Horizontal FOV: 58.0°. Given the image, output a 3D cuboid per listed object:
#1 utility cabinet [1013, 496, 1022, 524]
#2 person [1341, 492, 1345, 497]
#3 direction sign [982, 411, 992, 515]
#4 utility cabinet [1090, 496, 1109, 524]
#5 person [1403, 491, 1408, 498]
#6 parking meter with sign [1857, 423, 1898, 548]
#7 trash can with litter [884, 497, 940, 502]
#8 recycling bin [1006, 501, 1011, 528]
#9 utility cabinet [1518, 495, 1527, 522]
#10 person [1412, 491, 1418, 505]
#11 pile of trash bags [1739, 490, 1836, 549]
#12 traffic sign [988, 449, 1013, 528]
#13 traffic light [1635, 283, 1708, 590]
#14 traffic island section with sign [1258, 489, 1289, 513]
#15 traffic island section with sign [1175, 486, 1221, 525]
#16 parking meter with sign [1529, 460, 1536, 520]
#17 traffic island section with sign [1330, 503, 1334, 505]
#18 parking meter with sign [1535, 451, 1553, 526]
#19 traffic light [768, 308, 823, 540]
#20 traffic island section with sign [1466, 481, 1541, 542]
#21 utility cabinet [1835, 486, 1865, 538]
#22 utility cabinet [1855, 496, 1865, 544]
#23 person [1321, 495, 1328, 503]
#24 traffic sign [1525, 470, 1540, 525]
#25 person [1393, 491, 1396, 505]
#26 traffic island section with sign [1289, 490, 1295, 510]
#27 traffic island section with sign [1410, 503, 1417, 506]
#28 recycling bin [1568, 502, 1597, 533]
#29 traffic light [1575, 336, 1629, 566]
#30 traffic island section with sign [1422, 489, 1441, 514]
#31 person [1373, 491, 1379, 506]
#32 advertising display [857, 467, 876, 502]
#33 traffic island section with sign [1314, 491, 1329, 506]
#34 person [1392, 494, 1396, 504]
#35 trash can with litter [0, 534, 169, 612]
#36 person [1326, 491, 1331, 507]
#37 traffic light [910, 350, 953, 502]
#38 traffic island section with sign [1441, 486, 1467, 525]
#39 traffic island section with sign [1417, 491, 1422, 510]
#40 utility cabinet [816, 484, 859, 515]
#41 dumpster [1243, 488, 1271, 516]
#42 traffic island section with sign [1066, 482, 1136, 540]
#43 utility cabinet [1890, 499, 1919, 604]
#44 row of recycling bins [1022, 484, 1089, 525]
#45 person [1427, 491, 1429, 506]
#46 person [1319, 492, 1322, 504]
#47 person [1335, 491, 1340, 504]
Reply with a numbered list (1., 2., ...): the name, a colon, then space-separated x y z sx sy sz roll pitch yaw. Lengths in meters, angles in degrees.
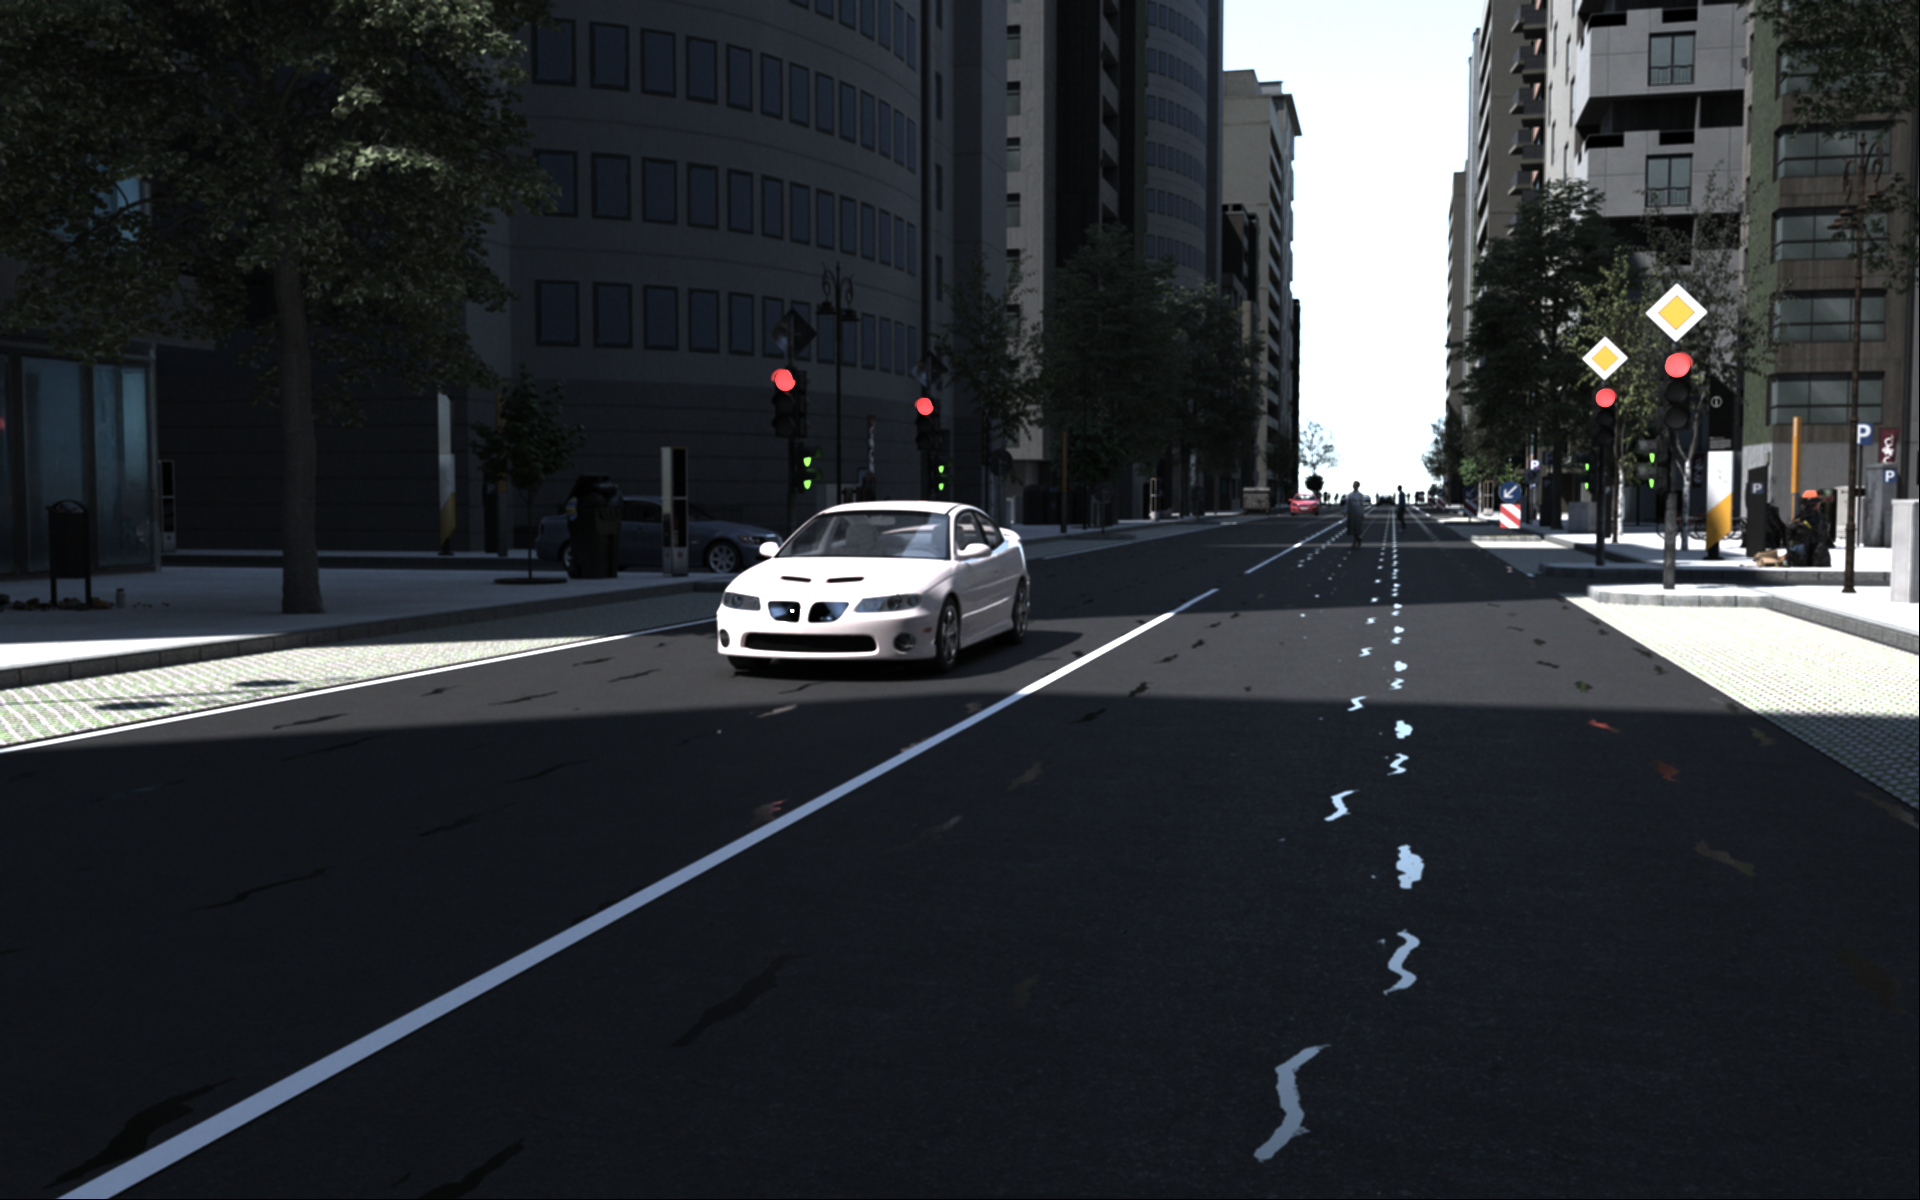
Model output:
1. utility cabinet: 2.837 -3.928 75.383 1.020 1.237 0.306 -1 4 -20
2. person: 55.101 -14.619 248.309 1.217 1.735 0.721 -1 4 -12
3. direction sign: 0.736 -3.410 47.752 0.379 3.537 0.876 1 4 17
4. utility cabinet: 6.008 -3.935 75.500 1.020 1.237 0.306 -2 4 -32
5. person: 60.296 -13.879 235.437 1.348 1.822 0.705 3 5 43
6. parking meter with sign: 22.143 -2.777 41.665 0.543 3.016 1.738 0 4 -4
7. trash can with litter: -0.941 -2.208 47.160 1.678 1.210 2.233 2 4 24
8. recycling bin: 1.447 -3.214 65.099 0.722 1.027 0.722 -2 4 -32
9. utility cabinet: 25.548 -4.126 78.623 0.306 1.237 1.020 1 4 10
10. person: 55.061 -12.278 209.205 0.705 1.831 1.348 3 5 42
11. pile of trash bags: 20.186 -1.963 41.850 1.912 1.369 3.447 3 5 39
12. traffic sign: 1.120 -2.970 48.668 0.768 2.556 0.104 1 4 23
13. traffic light: 9.518 -2.096 23.184 0.839 4.253 0.868 1 4 14
14. traffic island section with sign: 23.534 -7.467 130.714 1.989 1.847 2.006 1 4 14
15. traffic island section with sign: 11.260 -4.466 81.640 1.989 1.847 2.006 1 4 14
16. parking meter with sign: 28.904 -5.575 87.412 0.543 3.016 1.738 2 4 23
17. traffic island section with sign: 50.182 -13.992 237.392 1.989 1.847 2.006 1 4 14
18. parking meter with sign: 23.606 -4.486 69.612 0.543 3.016 1.738 2 4 23
19. traffic light: -2.528 -2.278 26.166 0.839 4.253 0.868 1 4 14
20. traffic island section with sign: 16.609 -2.702 52.812 1.989 1.847 2.006 1 4 14
21. utility cabinet: 25.249 -2.478 49.198 0.318 1.500 1.173 0 4 0
22. utility cabinet: 23.553 -2.061 44.860 1.020 1.237 0.306 -2 4 -28
23. person: 50.608 -14.150 239.942 1.348 1.812 0.705 3 5 41
24. traffic sign: 23.672 -4.256 71.718 0.606 2.300 0.079 1 4 15
25. person: 59.274 -13.946 236.484 0.705 1.831 1.348 0 4 6
26. traffic island section with sign: 30.135 -9.085 157.172 1.989 1.847 2.006 1 4 14
27. traffic island section with sign: 55.204 -12.150 207.271 1.989 1.847 2.006 1 4 14
28. recycling bin: 20.478 -2.716 56.962 0.722 1.027 0.722 3 5 42
29. traffic light: 11.454 -2.569 30.932 0.839 4.253 0.868 1 4 14
30. traffic island section with sign: 35.117 -7.235 126.925 1.989 1.847 2.006 1 4 14
31. person: 48.726 -11.863 202.451 0.705 1.826 1.348 3 5 40
32. advertising display: -2.267 -2.246 41.937 0.123 1.923 0.974 -1 4 -23
33. traffic island section with sign: 43.561 -12.373 210.923 1.989 1.847 2.006 1 4 14
34. person: 64.765 -15.218 258.003 1.217 1.739 0.721 2 4 26
35. trash can with litter: -10.286 -0.522 19.591 2.233 1.210 1.678 1 4 19
36. person: 40.920 -11.187 192.226 0.721 1.723 1.217 2 4 29
37. traffic light: -0.593 -2.752 33.914 0.839 4.253 0.868 1 4 14
38. traffic island section with sign: 23.273 -4.334 79.488 1.989 1.847 2.006 1 4 14
39. traffic island section with sign: 41.842 -8.881 153.834 1.989 1.847 2.006 1 4 14
40. utility cabinet: -2.707 -1.811 38.287 0.318 1.500 1.173 2 4 35
41. dumpster: 19.669 -6.517 114.760 1.865 1.857 1.264 1 4 14
42. traffic island section with sign: 4.494 -2.808 54.537 1.989 1.847 2.006 1 4 14
43. utility cabinet: 11.505 -0.575 20.560 1.020 1.237 0.306 -2 4 -27
44. row of recycling bins: 3.984 -4.017 72.784 3.534 1.692 1.069 -3 5 -42
45. person: 54.994 -11.921 203.413 0.705 1.824 1.348 0 4 5
46. person: 48.453 -13.670 232.669 0.621 1.740 0.551 -1 4 -17
47. person: 56.981 -15.474 261.371 0.709 1.838 0.599 2 4 34
